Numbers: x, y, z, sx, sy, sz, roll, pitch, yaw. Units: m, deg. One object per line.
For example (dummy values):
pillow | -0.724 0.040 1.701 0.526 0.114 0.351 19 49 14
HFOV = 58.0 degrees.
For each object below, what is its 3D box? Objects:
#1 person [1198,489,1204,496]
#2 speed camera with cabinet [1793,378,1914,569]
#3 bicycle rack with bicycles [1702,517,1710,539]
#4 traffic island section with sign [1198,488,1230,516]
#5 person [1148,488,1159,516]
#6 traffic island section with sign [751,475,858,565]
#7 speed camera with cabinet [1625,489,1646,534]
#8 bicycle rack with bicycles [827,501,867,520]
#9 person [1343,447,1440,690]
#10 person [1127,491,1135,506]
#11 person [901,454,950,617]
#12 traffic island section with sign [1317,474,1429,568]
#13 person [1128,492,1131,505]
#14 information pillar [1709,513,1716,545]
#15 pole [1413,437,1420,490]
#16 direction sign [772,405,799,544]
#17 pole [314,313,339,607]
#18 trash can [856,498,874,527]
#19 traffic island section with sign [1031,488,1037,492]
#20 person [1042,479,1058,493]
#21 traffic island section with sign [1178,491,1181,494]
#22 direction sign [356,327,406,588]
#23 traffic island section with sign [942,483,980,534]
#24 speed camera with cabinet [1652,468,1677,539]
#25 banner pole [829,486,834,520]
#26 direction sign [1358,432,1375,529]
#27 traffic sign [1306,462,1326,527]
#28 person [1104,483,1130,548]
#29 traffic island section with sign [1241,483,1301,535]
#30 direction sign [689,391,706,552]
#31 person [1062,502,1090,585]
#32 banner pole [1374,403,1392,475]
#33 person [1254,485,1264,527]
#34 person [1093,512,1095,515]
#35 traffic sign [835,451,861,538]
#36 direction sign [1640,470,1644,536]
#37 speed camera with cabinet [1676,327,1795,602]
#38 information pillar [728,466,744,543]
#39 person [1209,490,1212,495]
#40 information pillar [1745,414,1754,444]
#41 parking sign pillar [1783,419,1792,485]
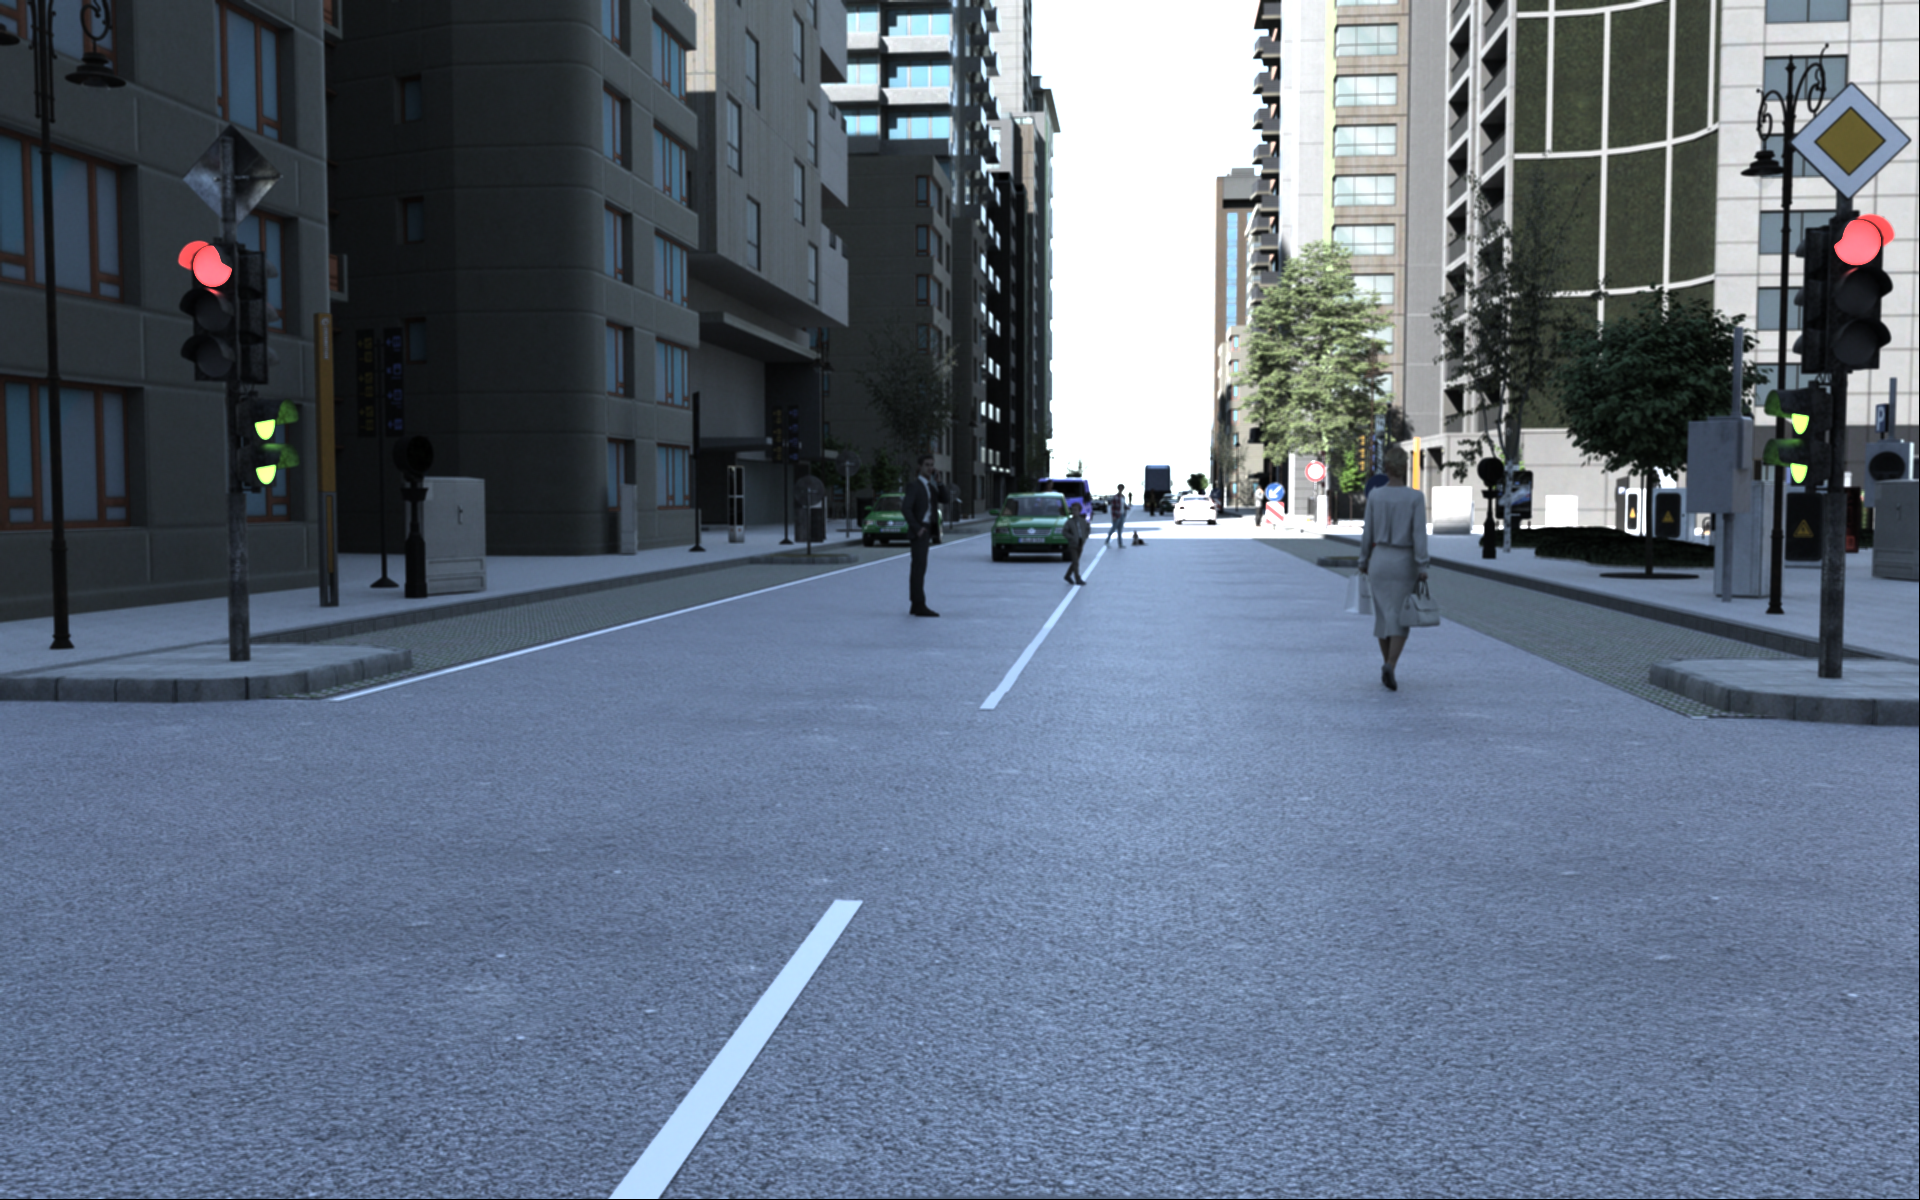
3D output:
person | 18.338 -7.584 132.515 1.348 1.822 0.705 -3 4 -38
speed camera with cabinet | 15.191 -2.167 29.768 2.038 3.252 0.660 2 4 35
bicycle rack with bicycles | 22.606 -2.178 48.990 2.925 0.926 2.852 -2 4 -24
traffic island section with sign | 16.285 -6.263 111.030 1.989 1.847 2.006 0 4 6
person | 12.765 -6.486 114.646 0.705 1.812 1.348 3 4 37
traffic island section with sign | -3.174 -1.671 35.947 1.989 1.847 2.006 0 4 6
speed camera with cabinet | 21.985 -3.719 55.142 0.660 3.252 2.038 0 4 -8
bicycle rack with bicycles | -5.451 -4.558 87.903 2.852 0.926 2.925 -1 4 -8
person | 3.168 -0.242 12.806 0.694 1.780 0.624 3 5 44
person | 20.648 -12.300 209.745 1.348 1.807 0.705 3 5 40
person | -0.395 -0.775 20.526 0.474 1.900 0.648 1 4 15
traffic island section with sign | 8.152 -1.576 34.388 1.989 1.847 2.006 0 4 6
person | 23.033 -13.802 234.878 0.721 1.735 1.217 0 4 -6
information pillar | 17.071 -2.105 38.910 0.304 2.012 0.304 -3 5 -42
pole | 16.458 -4.198 62.477 0.158 3.312 0.155 0 3 0
direction sign | -4.448 -3.196 44.246 0.876 3.537 0.379 2 4 35
pole | -7.198 -1.579 19.665 0.158 3.312 0.155 0 3 0
trash can | -3.663 -3.369 66.729 0.748 1.137 0.748 0 3 0
traffic island section with sign | 4.964 -6.352 112.479 1.989 1.847 2.006 0 4 6
person | 2.277 -2.213 44.769 0.616 1.811 0.778 -1 4 -10
traffic island section with sign | 27.918 -12.961 220.536 1.989 1.847 2.006 0 4 6
direction sign | -7.931 -1.943 23.767 0.876 3.537 0.379 2 4 28
traffic island section with sign | -0.302 -3.322 62.939 1.989 1.847 2.006 0 4 6
speed camera with cabinet | 19.277 -3.127 45.459 2.038 3.252 0.660 3 5 41
banner pole | -6.376 -5.799 84.831 0.863 3.779 0.401 3 4 37
direction sign | 14.951 -4.382 63.649 0.379 3.537 0.876 -2 4 -32
traffic sign | 13.971 -4.158 68.092 0.768 2.556 0.104 1 4 15
person | 4.220 -2.262 46.328 0.643 1.720 0.563 3 5 44
traffic island section with sign | 11.052 -3.248 61.728 1.989 1.847 2.006 0 4 6
direction sign | -5.885 -2.857 38.704 0.379 3.537 0.876 -1 4 -16
person | 1.845 -0.892 27.362 0.475 1.303 0.640 -2 4 -34
banner pole | 11.653 -3.528 47.701 0.863 3.779 0.401 -3 4 -39
person | 12.925 -4.044 74.798 0.473 1.802 0.592 1 4 23
person | 6.075 -4.336 84.891 1.012 1.151 0.738 1 4 16
traffic sign | -3.305 -3.106 50.895 0.768 2.556 0.104 0 4 8
direction sign | 18.938 -3.428 48.052 0.379 3.537 0.876 3 4 36
speed camera with cabinet | 9.546 -1.646 21.255 0.660 3.252 2.038 3 5 42
information pillar | -5.888 -2.512 45.558 0.304 2.012 0.304 -3 5 -44
person | 18.333 -7.145 126.266 0.436 1.711 0.756 0 4 1
information pillar | 19.739 -3.189 43.496 0.183 3.616 0.504 0 4 -4
parking sign pillar | 29.491 -4.421 60.753 1.447 3.967 1.447 0 4 6
